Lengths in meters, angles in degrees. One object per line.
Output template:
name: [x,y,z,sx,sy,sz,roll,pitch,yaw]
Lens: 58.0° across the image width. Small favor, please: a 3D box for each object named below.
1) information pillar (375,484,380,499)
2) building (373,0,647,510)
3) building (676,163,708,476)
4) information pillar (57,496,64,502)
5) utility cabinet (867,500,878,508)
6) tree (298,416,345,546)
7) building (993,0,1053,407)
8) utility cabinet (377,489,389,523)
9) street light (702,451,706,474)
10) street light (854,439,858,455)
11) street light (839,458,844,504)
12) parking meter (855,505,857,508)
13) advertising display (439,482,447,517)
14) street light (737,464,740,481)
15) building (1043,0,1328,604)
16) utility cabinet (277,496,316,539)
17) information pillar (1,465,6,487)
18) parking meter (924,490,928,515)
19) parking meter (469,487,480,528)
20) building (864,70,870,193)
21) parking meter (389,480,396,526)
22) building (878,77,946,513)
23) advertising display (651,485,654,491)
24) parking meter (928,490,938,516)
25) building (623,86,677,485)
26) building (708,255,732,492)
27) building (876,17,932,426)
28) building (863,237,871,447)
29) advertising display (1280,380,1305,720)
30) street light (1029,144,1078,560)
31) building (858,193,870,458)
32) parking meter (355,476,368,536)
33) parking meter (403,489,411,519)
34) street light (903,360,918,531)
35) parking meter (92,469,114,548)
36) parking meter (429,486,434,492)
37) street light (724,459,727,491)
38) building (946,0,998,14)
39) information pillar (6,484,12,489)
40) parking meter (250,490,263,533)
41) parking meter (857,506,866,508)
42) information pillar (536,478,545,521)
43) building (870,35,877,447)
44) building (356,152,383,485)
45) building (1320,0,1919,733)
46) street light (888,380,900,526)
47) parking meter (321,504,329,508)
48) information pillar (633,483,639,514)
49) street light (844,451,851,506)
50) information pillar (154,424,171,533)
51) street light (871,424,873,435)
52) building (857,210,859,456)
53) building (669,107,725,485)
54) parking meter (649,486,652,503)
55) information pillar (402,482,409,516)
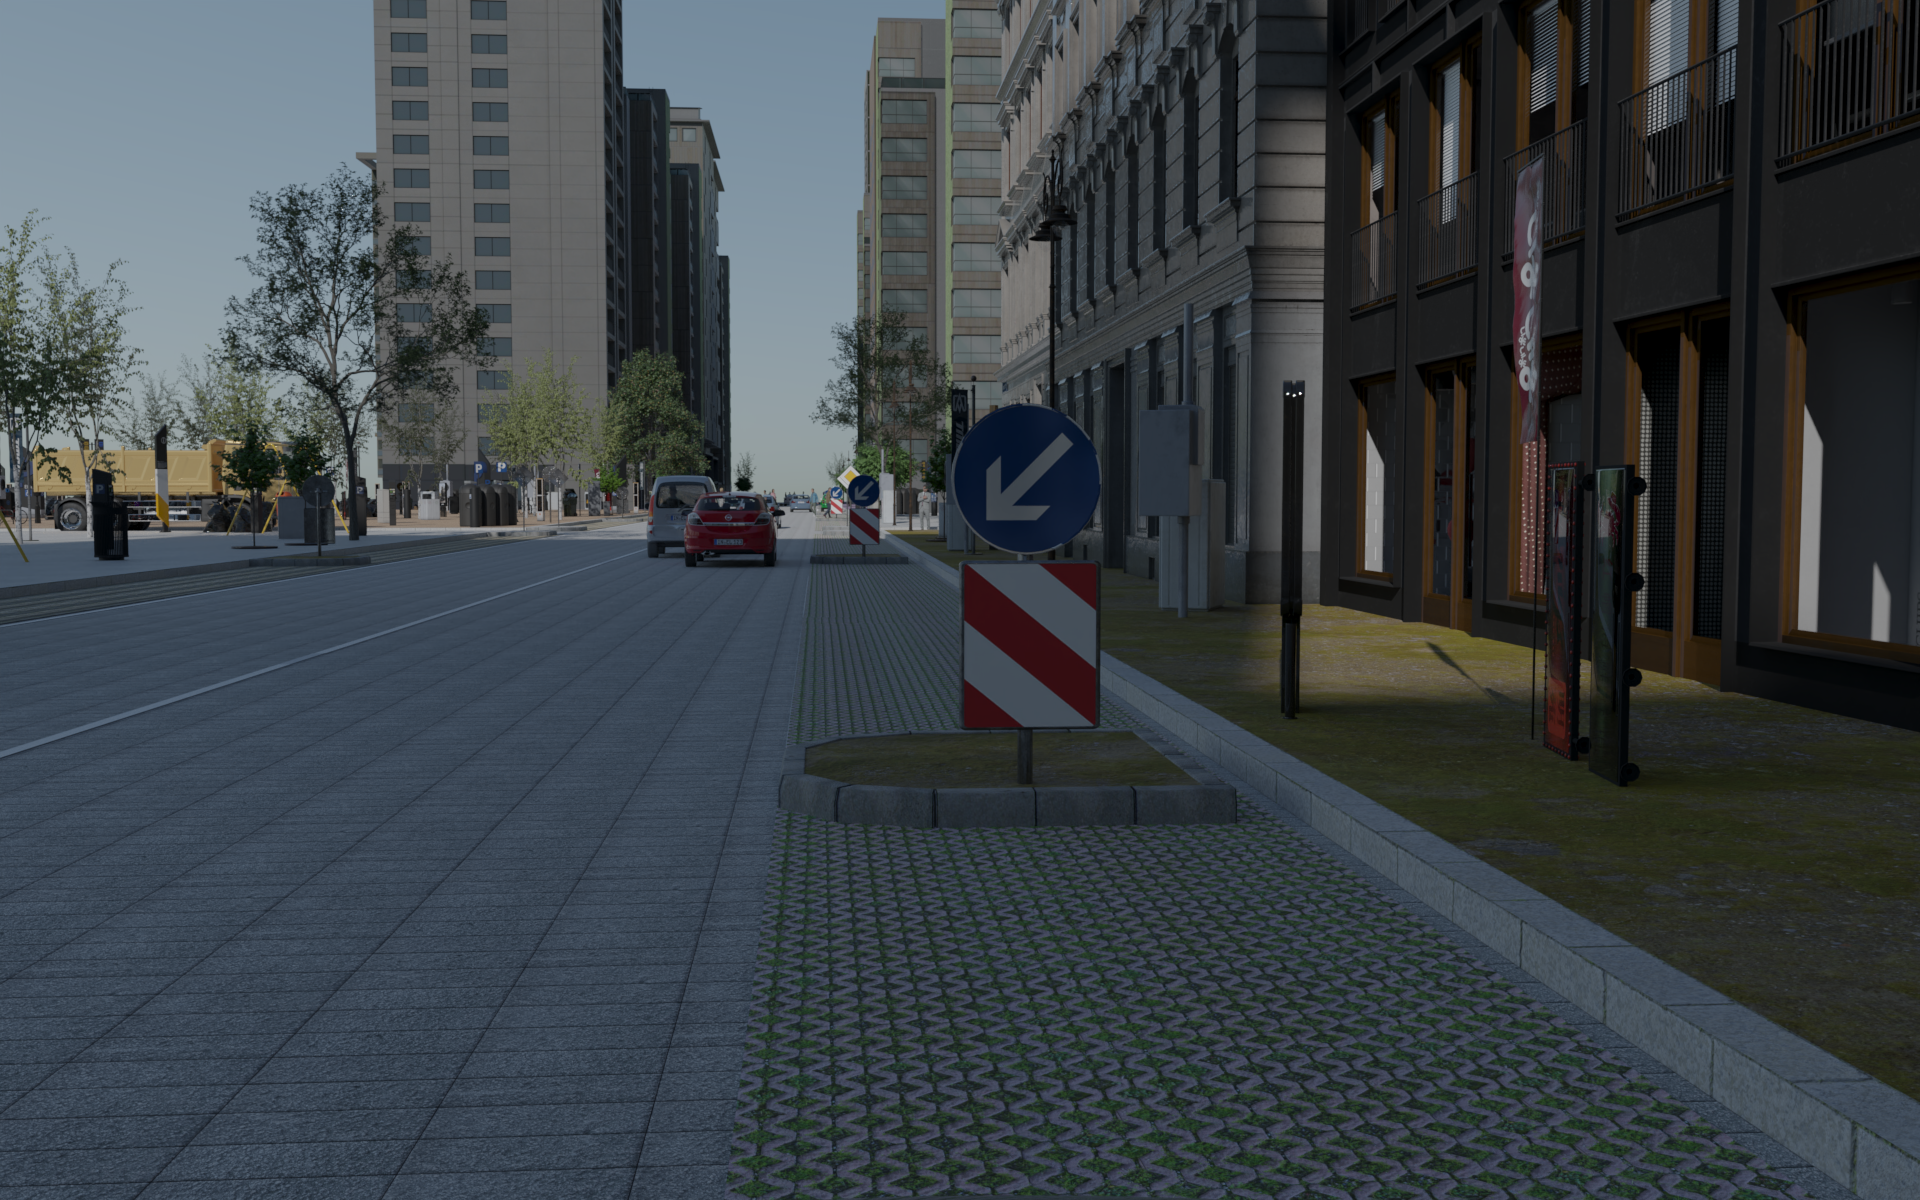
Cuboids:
information pillar: [-40.831,-7.153,121.436,0.304,2.012,0.304,-1,4,-11]
building: [-37.868,-43.571,150.640,20.563,71.187,20.611,0,4,-5]
building: [-38.306,-32.049,207.598,14.154,41.232,14.086,0,4,-5]
information pillar: [-55.099,-6.214,106.082,0.304,2.012,0.304,-1,4,-13]
utility cabinet: [-4.533,-4.995,90.345,0.318,1.500,1.173,-1,4,-17]
tree: [-16.259,-2.982,43.362,1.663,3.219,1.824,0,3,0]
building: [7.211,-12.988,48.516,11.583,22.565,21.152,0,4,-5]
utility cabinet: [-25.424,-4.143,76.413,0.318,1.500,1.173,-2,4,-30]
street light: [-27.083,-12.844,182.793,0.468,5.910,1.993,0,4,-5]
street light: [-8.872,-10.715,147.985,0.468,5.910,1.993,0,4,-5]
street light: [-15.602,-15.798,231.089,0.468,5.910,1.993,0,4,-5]
parking meter: [-7.510,-7.422,127.052,0.255,1.863,0.399,-2,4,-24]
advertising display: [-28.857,-5.596,96.712,0.123,1.923,0.974,-3,4,-36]
street light: [-33.603,-17.753,263.042,0.468,5.910,1.993,0,4,-5]
building: [7.262,-10.985,28.752,9.793,20.994,18.267,0,4,-5]
utility cabinet: [-19.069,-2.364,49.818,1.020,1.237,0.306,-2,4,-25]
information pillar: [-72.860,-8.590,131.807,0.504,3.616,0.183,1,4,16]
parking meter: [-2.035,-5.854,104.125,0.372,1.533,0.369,0,3,0]
parking meter: [-18.630,-3.552,66.494,0.372,1.533,0.369,0,3,0]
building: [-7.784,-52.226,292.138,20.563,71.187,20.611,0,4,-5]
parking meter: [-23.012,-3.946,70.229,0.255,1.863,0.399,-1,4,-17]
building: [1.143,-21.556,124.142,14.160,30.474,14.107,0,4,-5]
advertising display: [-22.506,-7.521,128.186,0.123,1.923,0.974,2,4,29]
parking meter: [-1.499,-5.676,101.219,0.372,1.533,0.369,0,3,0]
building: [-35.811,-29.702,169.227,14.154,41.232,14.086,0,4,-5]
building: [-45.538,-36.968,288.027,14.154,41.232,14.086,0,4,-5]
building: [-0.423,-28.731,153.345,14.154,41.232,14.086,0,4,-5]
building: [-3.975,-25.982,196.502,14.160,30.474,14.107,0,4,-5]
advertising display: [1.963,-0.308,10.244,0.123,1.923,0.974,1,4,11]
street light: [1.244,-3.095,23.398,0.468,5.910,1.993,0,4,-5]
building: [-6.263,-33.881,237.551,14.154,41.232,14.086,0,4,-5]
parking meter: [-18.401,-2.904,53.186,0.399,1.863,0.255,-1,4,-14]
parking meter: [-28.991,-5.041,90.837,0.372,1.533,0.369,0,3,0]
street light: [-1.708,-5.318,59.741,0.468,5.910,1.993,0,4,-5]
parking meter: [-19.793,-2.099,40.026,0.399,1.863,0.255,0,4,-1]
parking meter: [-35.977,-6.862,117.910,0.255,1.863,0.399,-1,4,-11]
street light: [-30.781,-15.573,227.406,0.468,5.910,1.993,0,4,-5]
building: [6.027,-25.596,102.082,14.154,41.232,14.086,0,4,-5]
information pillar: [-68.643,-7.375,125.077,0.304,2.012,0.304,0,4,-6]
parking meter: [-23.013,-3.115,56.645,0.255,1.863,0.399,0,4,4]
parking meter: [-7.054,-7.363,126.102,0.255,1.863,0.399,-3,5,-43]
information pillar: [-19.774,-4.721,81.680,0.304,2.012,0.304,0,4,5]
building: [-1.586,-31.666,167.848,14.600,45.320,14.200,0,4,-5]
building: [-45.876,-30.341,187.949,32.217,40.220,23.993,0,4,-5]
building: [10.923,-11.145,11.902,12.332,23.373,15.834,0,4,-5]
street light: [-2.668,-5.969,70.380,0.468,5.910,1.993,0,4,-5]
parking meter: [-32.355,-4.880,88.197,0.372,1.533,0.369,0,3,0]
information pillar: [-20.910,-6.562,111.772,0.304,2.012,0.304,0,4,-7]
street light: [-11.787,-12.895,183.613,0.468,5.910,1.993,0,4,-5]
information pillar: [-26.579,-4.057,57.688,0.183,3.616,0.504,1,4,18]
street light: [-5.418,-8.192,106.729,0.468,5.910,1.993,0,4,-5]
building: [-7.937,-34.736,251.521,14.154,41.232,14.086,0,4,-5]
building: [-47.995,-39.748,239.123,28.713,52.752,27.495,0,4,-5]
parking meter: [-22.403,-7.323,125.441,0.255,1.863,0.399,-1,4,-9]
information pillar: [-32.957,-6.029,103.061,0.304,2.012,0.304,-3,5,-42]
